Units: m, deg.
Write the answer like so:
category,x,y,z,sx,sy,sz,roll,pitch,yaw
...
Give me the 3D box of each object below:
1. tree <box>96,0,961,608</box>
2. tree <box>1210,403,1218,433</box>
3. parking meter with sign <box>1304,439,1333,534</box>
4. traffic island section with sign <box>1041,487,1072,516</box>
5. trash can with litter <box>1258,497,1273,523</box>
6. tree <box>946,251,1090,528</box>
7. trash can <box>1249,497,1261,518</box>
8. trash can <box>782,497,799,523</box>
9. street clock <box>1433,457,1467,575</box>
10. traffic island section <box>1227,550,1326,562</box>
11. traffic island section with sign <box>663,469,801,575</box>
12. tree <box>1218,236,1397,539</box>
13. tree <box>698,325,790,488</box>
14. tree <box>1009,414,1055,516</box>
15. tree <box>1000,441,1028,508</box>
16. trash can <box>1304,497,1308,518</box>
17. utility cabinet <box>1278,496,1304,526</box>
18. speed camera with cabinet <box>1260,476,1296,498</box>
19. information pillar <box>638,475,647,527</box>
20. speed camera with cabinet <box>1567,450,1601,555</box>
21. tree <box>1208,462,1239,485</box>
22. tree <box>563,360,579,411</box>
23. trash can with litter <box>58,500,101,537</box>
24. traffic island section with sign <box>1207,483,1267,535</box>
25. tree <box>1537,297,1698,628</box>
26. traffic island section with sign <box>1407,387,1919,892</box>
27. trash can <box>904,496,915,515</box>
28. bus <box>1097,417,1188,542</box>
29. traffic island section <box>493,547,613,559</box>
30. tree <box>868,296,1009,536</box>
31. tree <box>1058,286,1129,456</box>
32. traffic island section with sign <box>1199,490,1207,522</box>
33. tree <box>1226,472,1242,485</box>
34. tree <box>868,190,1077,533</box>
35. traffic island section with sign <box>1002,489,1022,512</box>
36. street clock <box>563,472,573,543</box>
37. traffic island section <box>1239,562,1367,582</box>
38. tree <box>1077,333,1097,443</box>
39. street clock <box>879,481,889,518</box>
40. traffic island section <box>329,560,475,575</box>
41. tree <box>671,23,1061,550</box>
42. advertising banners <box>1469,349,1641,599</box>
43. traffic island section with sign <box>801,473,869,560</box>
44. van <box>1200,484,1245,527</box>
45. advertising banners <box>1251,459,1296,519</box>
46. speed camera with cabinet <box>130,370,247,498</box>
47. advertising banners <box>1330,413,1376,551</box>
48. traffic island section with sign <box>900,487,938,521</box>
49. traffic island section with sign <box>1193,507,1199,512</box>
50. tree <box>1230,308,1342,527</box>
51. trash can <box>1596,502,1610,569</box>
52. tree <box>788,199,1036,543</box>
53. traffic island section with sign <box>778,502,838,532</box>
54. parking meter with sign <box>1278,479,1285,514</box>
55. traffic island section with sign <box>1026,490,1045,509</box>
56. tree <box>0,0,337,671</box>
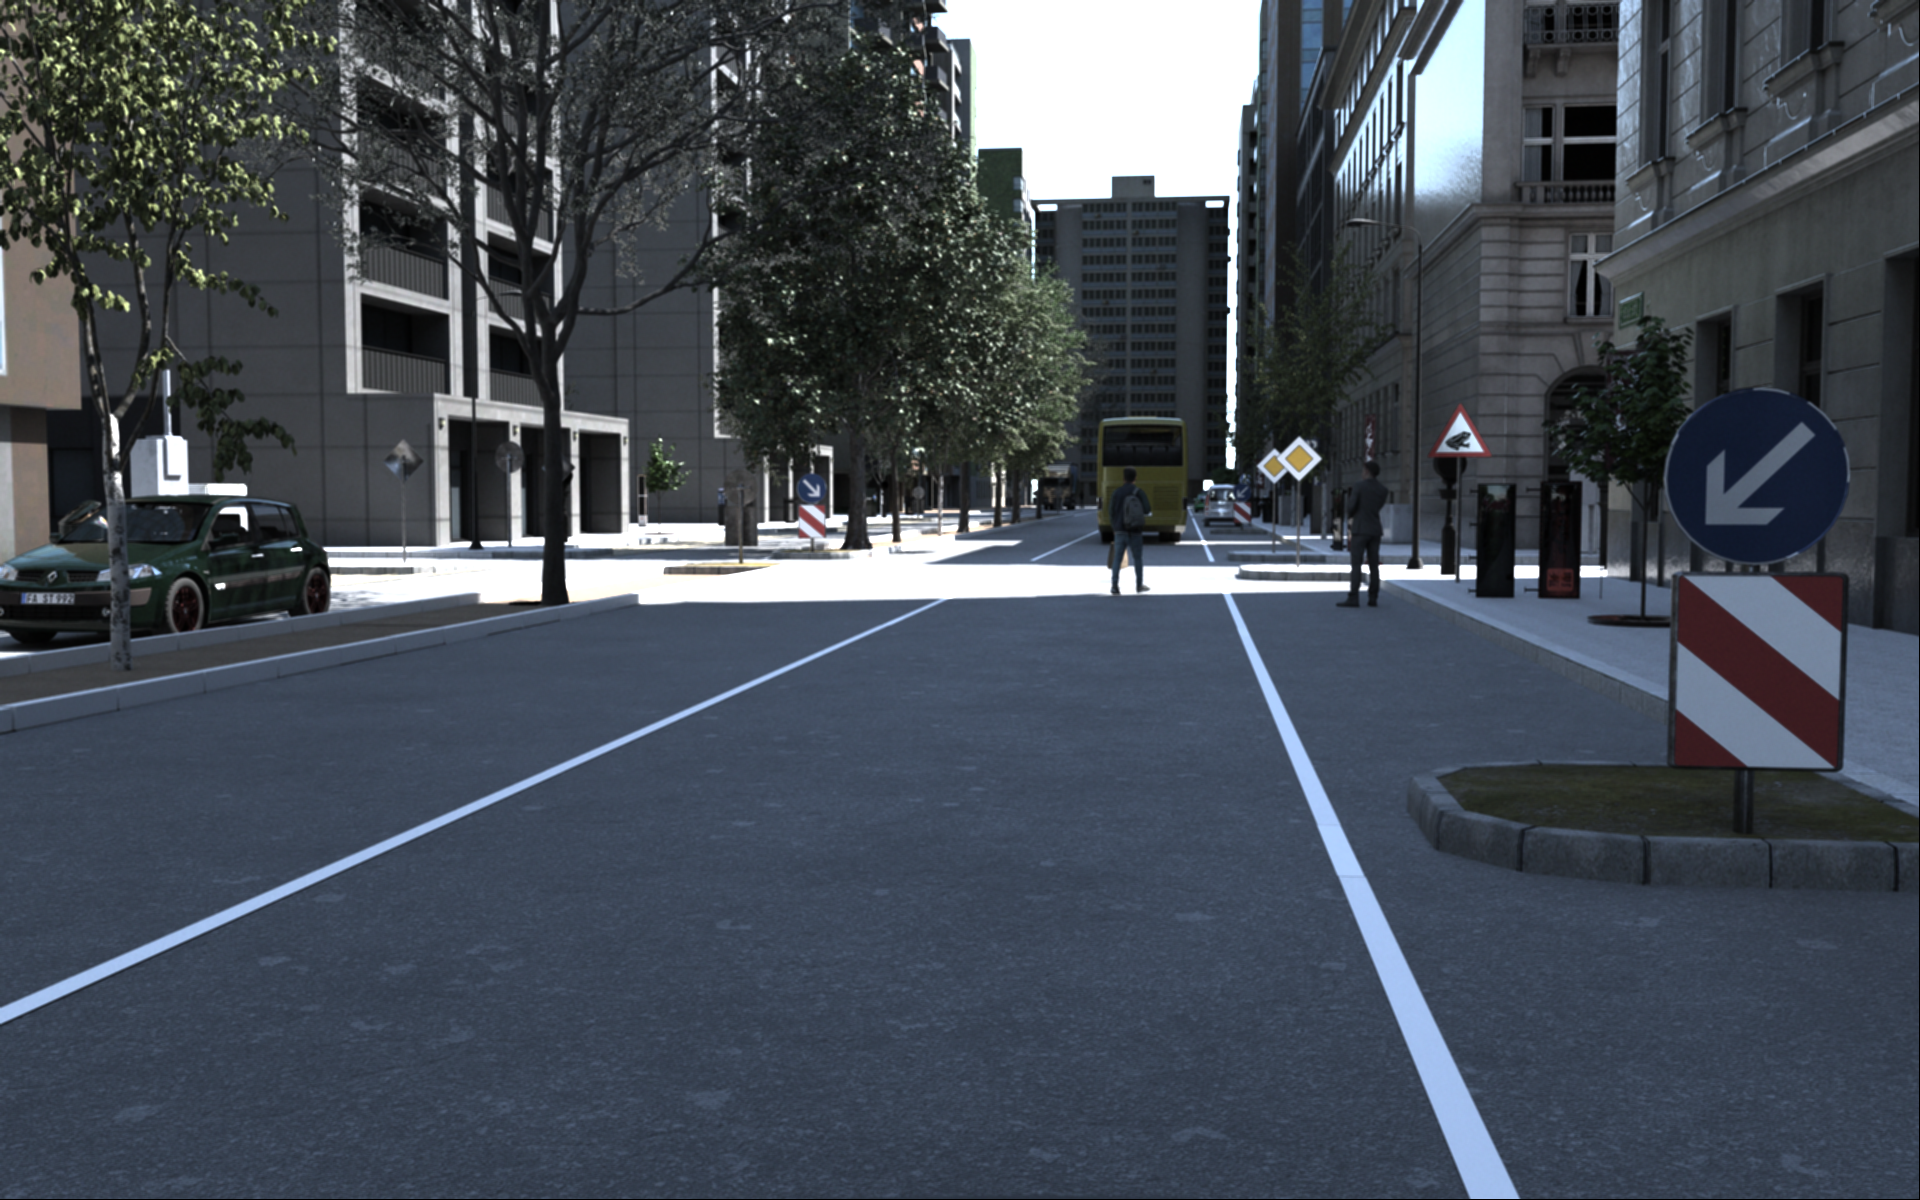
category,x,y,z,sx,sy,sz,roll,pitch,yaw
tree,-5.187,-6.657,21.676,12.009,13.543,11.850,0,3,0
tree,16.338,-8.968,96.985,4.737,8.622,4.395,0,3,0
parking meter with sign,11.668,-3.633,55.658,0.543,3.016,1.738,3,4,37
traffic island section with sign,6.378,-6.430,113.263,2.006,1.907,1.989,0,4,7
trash can with litter,13.865,-4.034,77.348,1.055,1.170,0.624,-3,5,-39
tree,1.700,-8.872,73.272,9.928,11.665,9.643,0,3,0
trash can,16.146,-5.084,94.779,0.748,1.137,0.748,0,3,0
trash can,-7.462,-3.951,76.246,0.748,1.137,0.748,0,3,0
street clock,7.756,-1.400,27.463,0.471,2.002,0.358,0,4,-3
traffic island section,6.864,-0.949,37.790,2.009,0.180,2.903,0,4,7
traffic island section with sign,-4.126,-1.422,31.386,2.006,1.907,1.989,0,4,7
tree,10.103,-6.032,48.984,4.737,8.622,4.395,0,3,0
tree,-8.421,-7.283,69.434,4.360,8.622,3.978,0,3,0
tree,3.050,-8.352,89.370,4.360,8.622,3.978,0,3,0
tree,4.806,-13.007,163.023,4.737,8.622,4.395,0,3,0
trash can,18.256,-4.956,92.680,0.748,1.137,0.748,0,3,0
utility cabinet,13.458,-3.624,70.417,1.020,1.237,0.306,-1,4,-20
speed camera with cabinet,16.697,-5.906,90.895,0.660,3.252,2.038,-3,5,-39
information pillar,-12.312,-3.834,67.178,0.304,2.012,0.304,0,4,3
speed camera with cabinet,13.419,-2.623,37.216,0.660,3.252,2.038,1,4,22
tree,28.791,-12.517,188.358,4.285,4.588,4.351,0,3,0
tree,-18.249,-7.510,73.151,4.360,8.622,3.978,0,3,0
trash can with litter,-16.162,-1.233,31.548,1.055,1.170,0.624,1,4,17
traffic island section with sign,9.999,-3.276,62.190,1.989,1.847,2.006,0,4,7
tree,6.868,-1.379,17.143,1.663,3.219,1.824,0,3,0
traffic island section with sign,2.959,0.085,7.244,1.989,1.847,2.006,0,4,7
trash can,-3.016,-5.665,104.270,0.748,1.137,0.748,0,3,0
bus,5.666,-3.845,54.414,2.896,3.916,12.252,0,4,5
traffic island section,-9.246,-1.075,39.854,2.009,0.180,2.903,0,4,7
tree,-0.653,-6.441,58.128,4.360,8.622,3.978,0,3,0
tree,4.465,-11.287,97.377,12.009,13.543,11.850,0,3,0
traffic island section with sign,13.532,-4.956,89.658,1.989,1.847,2.006,0,4,7
tree,21.773,-8.658,136.153,1.663,3.219,1.824,0,3,0
tree,0.087,-8.774,64.044,7.486,12.596,7.792,0,3,0
traffic island section with sign,4.037,-8.081,140.747,1.989,1.847,2.006,0,4,7
street clock,-10.448,-2.515,45.687,0.471,2.002,0.358,-1,4,-14
traffic island section,5.848,-0.464,29.870,2.009,0.180,2.903,0,4,7
tree,2.583,-9.872,81.992,7.486,12.596,7.792,0,3,0
street clock,-4.085,-5.429,93.330,0.471,2.002,0.358,-2,4,-33
traffic island section,-10.262,-0.590,31.934,2.009,0.180,2.903,0,4,7
tree,-2.502,-7.507,42.204,9.611,12.733,9.660,0,3,0
advertising banners,7.335,-1.530,21.209,2.074,3.025,0.090,1,4,14
traffic island section with sign,-3.174,-1.871,38.732,2.006,1.907,1.989,0,4,7
van,11.703,-4.290,77.150,2.013,2.044,4.112,0,4,8
advertising banners,15.691,-5.515,86.350,2.074,3.025,0.090,1,4,23
speed camera with cabinet,-12.608,-2.081,28.358,0.660,3.252,2.038,1,4,17
advertising banners,8.745,-2.589,38.522,0.090,3.025,2.074,-1,4,-13
traffic island section with sign,-2.213,-5.100,92.016,1.989,1.847,2.006,0,4,7
traffic island section with sign,23.359,-9.646,166.334,1.989,1.847,2.006,0,4,7
tree,12.731,-7.146,67.192,4.360,8.622,3.978,0,3,0
trash can,11.257,-1.098,29.601,0.748,1.137,0.748,0,3,0
tree,-1.788,-6.977,50.938,8.767,10.594,7.601,0,4,7
traffic island section with sign,-5.677,-3.456,65.140,1.989,1.847,2.006,0,4,7
parking meter with sign,15.159,-5.232,81.802,0.543,3.016,1.738,1,4,13
traffic island section with sign,7.458,-9.716,167.485,1.989,1.847,2.006,0,4,7
tree,-6.767,-3.711,13.501,4.737,8.622,4.395,0,3,0
